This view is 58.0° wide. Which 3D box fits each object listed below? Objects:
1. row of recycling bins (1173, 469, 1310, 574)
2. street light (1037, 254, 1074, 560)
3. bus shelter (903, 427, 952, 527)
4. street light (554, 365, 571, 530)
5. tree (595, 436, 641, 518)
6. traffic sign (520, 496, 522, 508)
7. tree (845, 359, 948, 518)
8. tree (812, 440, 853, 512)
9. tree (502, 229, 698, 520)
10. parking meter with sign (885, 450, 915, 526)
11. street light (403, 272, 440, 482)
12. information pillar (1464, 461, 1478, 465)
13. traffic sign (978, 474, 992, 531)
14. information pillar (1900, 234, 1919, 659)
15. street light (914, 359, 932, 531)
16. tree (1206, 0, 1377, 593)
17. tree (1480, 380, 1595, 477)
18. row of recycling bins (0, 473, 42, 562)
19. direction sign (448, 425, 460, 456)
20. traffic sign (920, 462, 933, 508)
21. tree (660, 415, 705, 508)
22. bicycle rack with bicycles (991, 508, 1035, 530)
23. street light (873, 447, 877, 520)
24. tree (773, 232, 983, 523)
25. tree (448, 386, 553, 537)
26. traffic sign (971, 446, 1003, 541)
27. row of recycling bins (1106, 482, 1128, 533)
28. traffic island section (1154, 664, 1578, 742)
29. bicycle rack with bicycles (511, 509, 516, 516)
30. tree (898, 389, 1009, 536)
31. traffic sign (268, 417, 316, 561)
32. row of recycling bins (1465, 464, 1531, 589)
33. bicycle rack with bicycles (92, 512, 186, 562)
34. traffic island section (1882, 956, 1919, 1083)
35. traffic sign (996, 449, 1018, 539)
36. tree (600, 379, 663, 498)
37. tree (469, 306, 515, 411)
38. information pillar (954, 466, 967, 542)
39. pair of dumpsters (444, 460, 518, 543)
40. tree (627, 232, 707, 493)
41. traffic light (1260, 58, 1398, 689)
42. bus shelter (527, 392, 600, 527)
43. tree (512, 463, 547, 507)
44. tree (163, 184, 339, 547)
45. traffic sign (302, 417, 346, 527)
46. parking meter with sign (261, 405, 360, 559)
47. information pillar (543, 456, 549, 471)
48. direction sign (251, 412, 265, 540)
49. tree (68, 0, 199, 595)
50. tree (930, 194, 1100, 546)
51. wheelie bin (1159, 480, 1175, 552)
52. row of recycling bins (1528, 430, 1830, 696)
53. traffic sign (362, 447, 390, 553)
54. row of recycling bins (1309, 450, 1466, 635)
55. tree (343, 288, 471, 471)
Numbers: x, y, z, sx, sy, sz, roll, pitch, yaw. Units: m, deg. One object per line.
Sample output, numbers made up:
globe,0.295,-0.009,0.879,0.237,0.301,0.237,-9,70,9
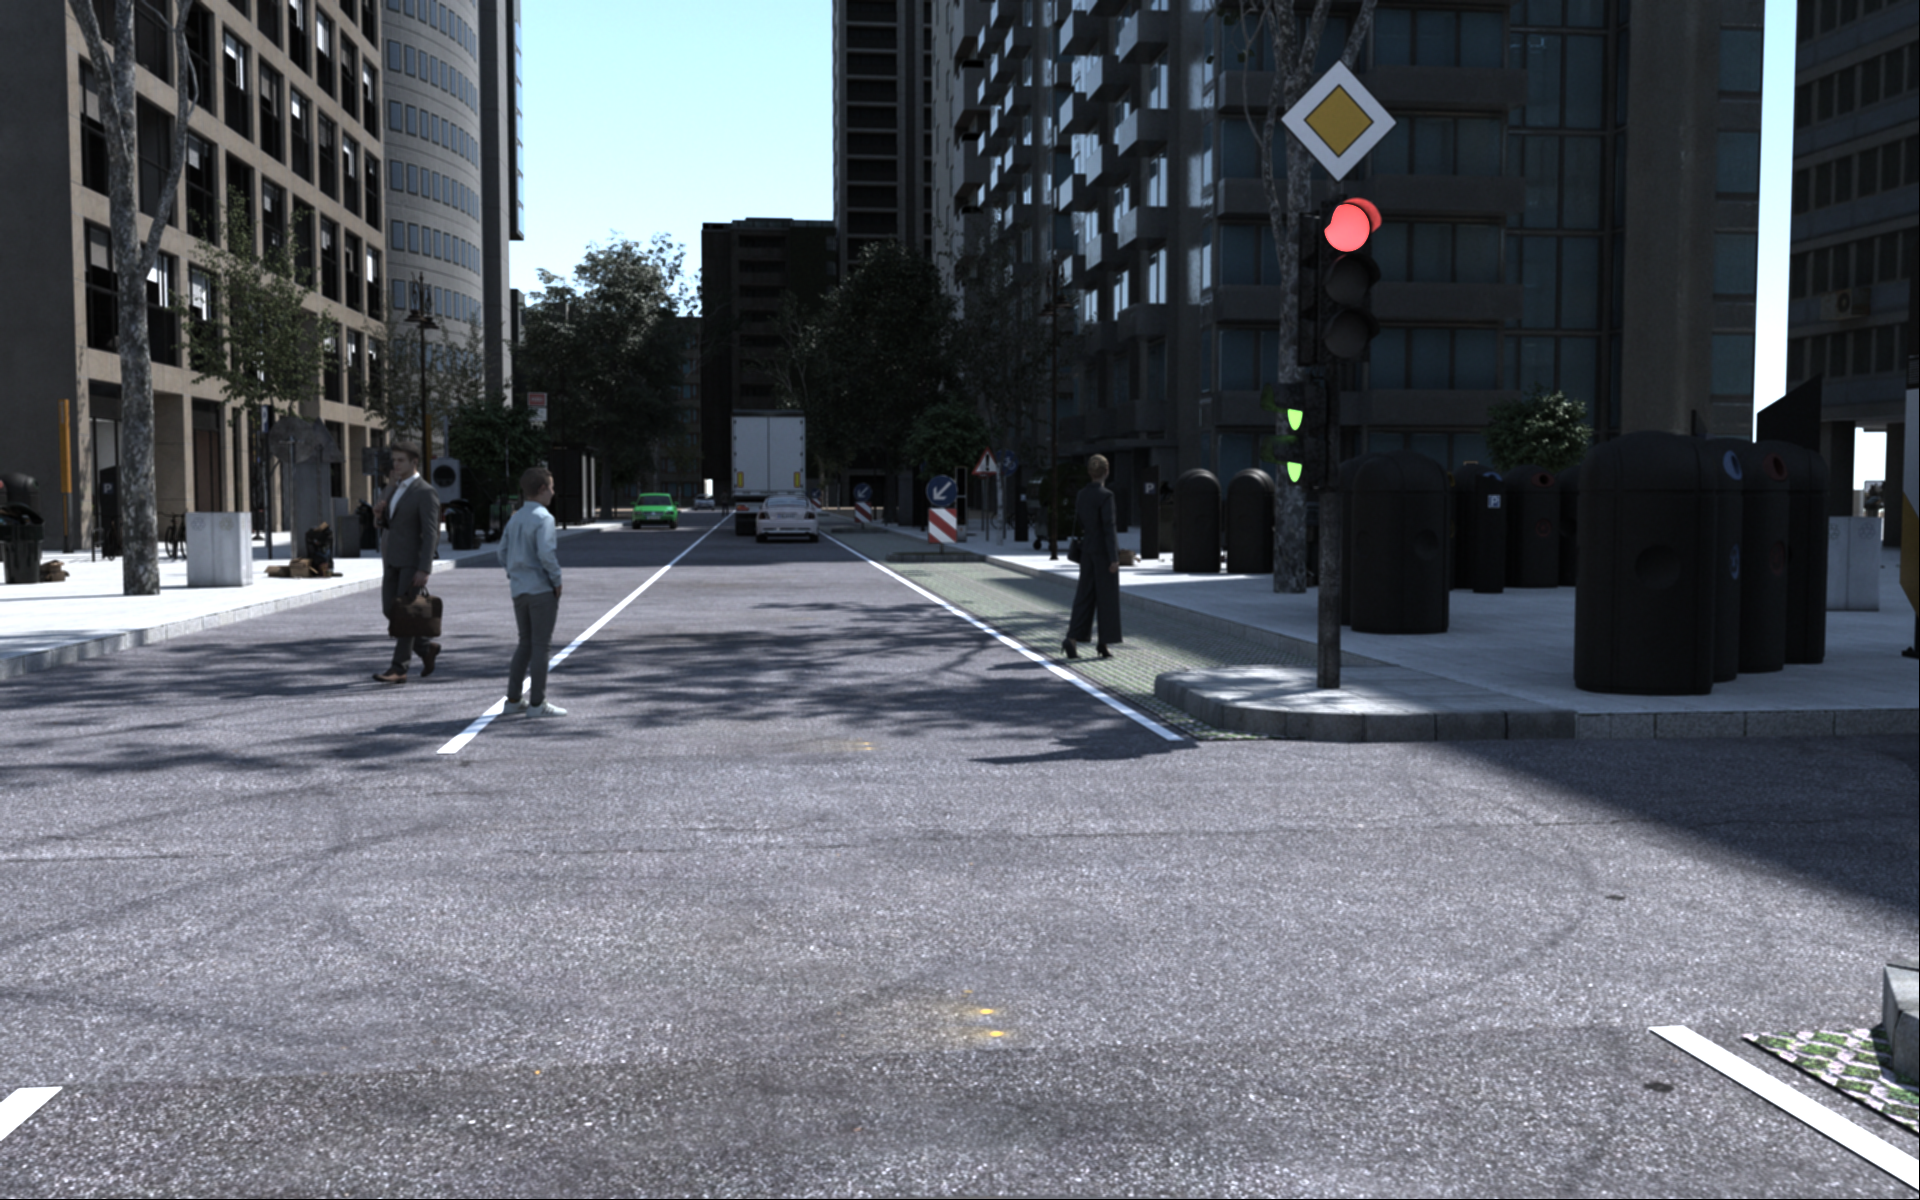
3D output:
row of recycling bins,5.205,-1.282,28.072,3.534,1.692,1.069,1,4,16
street light,1.835,-3.718,33.581,0.468,5.910,1.993,0,4,-7
bus shelter,-0.975,-4.430,63.716,1.731,3.624,6.357,0,4,-7
street light,-14.285,-5.479,62.372,0.468,5.910,1.993,0,4,-7
tree,-19.016,-6.821,95.229,4.285,4.588,4.351,0,3,0
traffic sign,-15.351,-3.703,60.545,0.884,2.594,0.081,0,4,0
tree,-3.735,-9.661,92.372,7.601,10.594,8.767,1,4,21
tree,-11.324,-12.168,149.315,4.737,8.622,4.395,0,3,0
tree,-17.452,-10.911,85.046,9.857,13.997,8.962,0,3,0
parking meter with sign,-2.128,-4.454,69.085,1.738,3.016,0.543,0,4,-1
street light,-11.191,-3.875,36.148,0.468,5.910,1.993,0,4,-7
information pillar,11.501,-2.114,39.057,0.304,2.012,0.304,1,4,15
traffic sign,0.792,-3.660,59.942,0.768,2.556,0.104,0,4,-3
information pillar,7.548,-1.355,13.517,0.183,3.616,0.504,0,4,1
street light,-1.275,-5.295,59.355,0.468,5.910,1.993,0,4,-7
tree,5.777,-10.156,21.943,12.611,20.169,13.585,0,3,0
tree,16.724,-4.063,50.138,4.285,4.588,4.351,0,3,0
row of recycling bins,-18.479,-1.531,32.141,1.069,1.692,3.534,0,4,7
direction sign,-16.600,-3.974,56.966,0.379,3.537,0.876,0,4,7
traffic sign,-0.929,-3.482,57.040,0.768,2.556,0.104,0,4,-4
tree,-25.792,-12.850,160.462,4.737,8.622,4.395,0,3,0
bicycle rack with bicycles,2.570,-3.039,63.077,2.925,0.926,2.852,0,4,7
street light,-4.192,-6.883,85.323,0.468,5.910,1.993,0,4,-7
tree,-3.098,-9.733,76.138,9.611,12.733,9.660,0,3,0
tree,-14.088,-4.221,52.735,4.285,4.588,4.351,0,3,0
traffic sign,0.747,-2.882,47.124,0.884,2.594,0.081,0,4,-2
row of recycling bins,4.288,-3.164,58.838,1.069,1.692,3.534,-3,5,-42
traffic island section,2.463,0.661,11.477,2.009,0.180,2.903,0,4,-7
bicycle rack with bicycles,-20.693,-3.805,75.600,2.852,0.926,2.925,-3,5,-44
tree,-0.284,-4.288,53.818,4.285,4.588,4.351,0,3,0
traffic sign,-11.007,-1.740,28.550,0.768,2.556,0.104,0,4,-4
row of recycling bins,7.412,-1.018,23.752,3.534,1.692,1.069,-1,4,-22
bicycle rack with bicycles,-15.788,-1.262,34.020,2.852,0.926,2.925,-1,4,-20
traffic island section,3.401,1.146,3.547,2.009,0.180,2.903,0,4,-7
traffic sign,1.272,-3.014,49.392,0.768,2.556,0.104,0,4,-5
tree,-20.328,-9.673,108.515,4.360,8.622,3.978,0,3,0
tree,-19.603,-7.212,68.273,4.360,8.622,3.978,0,3,0
information pillar,0.017,-2.553,46.234,0.304,2.012,0.304,0,4,-6
pair of dumpsters,-13.152,-2.745,47.380,1.574,2.255,4.437,0,4,-7
tree,-20.540,-16.349,123.195,12.611,20.169,13.585,0,3,0
traffic light,2.422,-1.372,11.358,0.839,4.253,0.868,0,4,-7
bus shelter,-16.252,-5.713,71.039,2.179,5.291,8.768,0,4,-7
tree,-14.785,-3.941,59.035,1.663,3.219,1.824,0,3,0
tree,-16.652,-5.565,41.352,4.737,8.622,4.395,0,3,0
traffic sign,-10.756,-1.779,29.091,0.884,2.594,0.081,0,4,-1
parking meter with sign,-12.896,-2.336,34.462,1.738,3.016,0.543,-2,4,-35
information pillar,-18.717,-5.345,78.745,0.504,3.616,0.183,1,4,18
direction sign,-19.492,-3.424,47.975,0.379,3.537,0.876,-1,4,-11
tree,-11.193,-10.049,20.198,12.611,20.169,13.585,0,3,0
tree,1.080,-5.648,42.700,4.360,8.622,3.978,0,3,0
wheelie bin,4.537,-1.859,38.300,0.693,1.594,0.980,1,4,16
row of recycling bins,5.317,-0.322,12.376,1.069,1.692,3.534,3,5,41
traffic sign,-12.766,-2.189,37.917,0.606,2.300,0.079,0,4,-4
row of recycling bins,4.225,-0.633,17.468,1.069,1.692,3.534,0,4,7
tree,-19.755,-6.808,61.681,4.360,8.622,3.978,0,3,0
